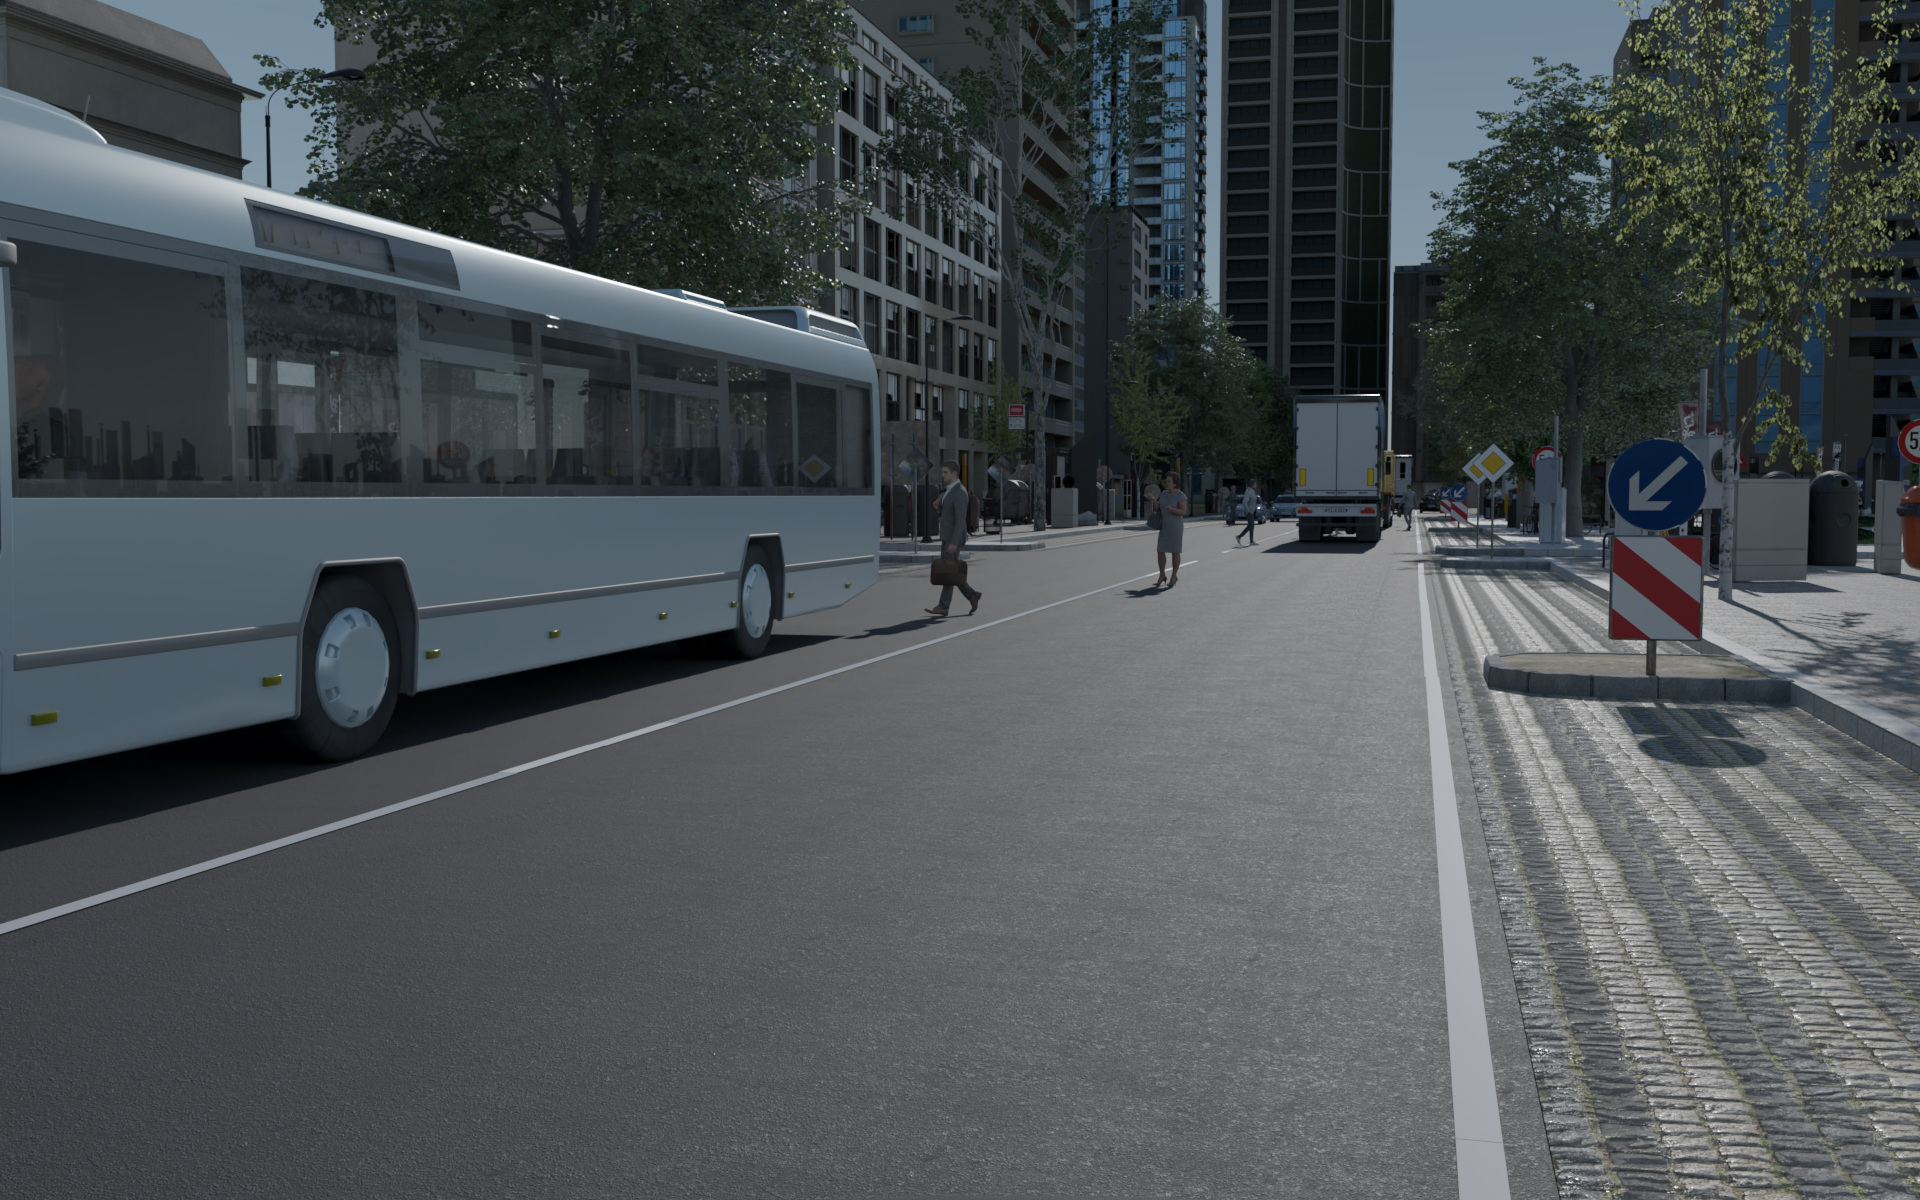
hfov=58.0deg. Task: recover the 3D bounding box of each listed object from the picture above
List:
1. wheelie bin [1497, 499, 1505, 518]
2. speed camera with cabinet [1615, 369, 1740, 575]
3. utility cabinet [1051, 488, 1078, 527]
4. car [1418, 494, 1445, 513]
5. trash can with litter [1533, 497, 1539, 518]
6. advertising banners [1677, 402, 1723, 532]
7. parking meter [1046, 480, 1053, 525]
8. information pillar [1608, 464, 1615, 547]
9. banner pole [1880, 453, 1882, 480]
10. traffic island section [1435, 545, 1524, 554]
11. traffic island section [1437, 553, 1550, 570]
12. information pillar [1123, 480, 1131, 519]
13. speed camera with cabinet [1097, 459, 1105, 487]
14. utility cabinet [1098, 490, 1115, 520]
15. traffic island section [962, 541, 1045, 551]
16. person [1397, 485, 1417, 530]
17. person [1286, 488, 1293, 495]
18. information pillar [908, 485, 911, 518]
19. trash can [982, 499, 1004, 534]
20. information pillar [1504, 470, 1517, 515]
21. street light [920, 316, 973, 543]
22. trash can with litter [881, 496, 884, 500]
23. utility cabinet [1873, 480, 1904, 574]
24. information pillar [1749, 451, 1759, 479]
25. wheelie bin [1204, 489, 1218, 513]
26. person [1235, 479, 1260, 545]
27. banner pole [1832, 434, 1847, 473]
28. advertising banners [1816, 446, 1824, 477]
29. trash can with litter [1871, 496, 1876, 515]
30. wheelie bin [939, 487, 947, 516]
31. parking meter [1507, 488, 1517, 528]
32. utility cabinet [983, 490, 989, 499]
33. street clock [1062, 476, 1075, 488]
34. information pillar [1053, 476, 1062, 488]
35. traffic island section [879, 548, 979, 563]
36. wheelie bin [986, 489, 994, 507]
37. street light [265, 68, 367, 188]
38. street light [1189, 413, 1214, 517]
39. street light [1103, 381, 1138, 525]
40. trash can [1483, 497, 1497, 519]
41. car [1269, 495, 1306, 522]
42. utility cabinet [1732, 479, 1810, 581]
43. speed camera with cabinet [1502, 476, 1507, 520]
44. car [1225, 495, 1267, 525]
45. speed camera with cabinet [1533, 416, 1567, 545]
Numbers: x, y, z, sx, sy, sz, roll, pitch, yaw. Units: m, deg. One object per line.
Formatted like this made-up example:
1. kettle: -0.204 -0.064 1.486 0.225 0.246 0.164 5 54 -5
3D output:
1. wheelie bin: 29.026 -5.184 92.666 0.980 1.594 0.693 0 4 -4
2. speed camera with cabinet: 11.191 -1.997 26.985 2.038 3.252 0.660 -2 4 -24
3. utility cabinet: 4.017 -3.530 66.387 0.318 1.500 1.173 -3 5 -41
4. car: 35.512 -7.382 130.489 2.009 1.686 4.222 1 4 15
5. trash can with litter: 26.492 -4.120 78.756 1.055 1.170 0.624 1 4 14
6. advertising banners: 14.572 -2.266 33.236 2.074 3.025 0.090 -1 4 -18
7. parking meter: 3.746 -4.028 71.571 0.255 1.863 0.399 -1 4 -16
8. information pillar: 15.989 -2.301 42.106 0.304 2.012 0.304 -3 4 -36
9. banner pole: 56.012 -7.060 105.449 0.401 3.779 0.863 2 4 29
10. traffic island section: 12.555 -1.204 41.962 2.009 0.180 2.903 1 4 15
11. traffic island section: 10.530 -0.731 34.237 2.009 0.180 2.903 1 4 15
12. information pillar: 8.737 -5.256 90.425 0.304 2.012 0.304 -3 4 -36
13. speed camera with cabinet: 7.221 -6.375 98.567 2.038 3.252 0.660 2 4 30
14. utility cabinet: 6.949 -4.636 84.477 1.173 1.500 0.318 1 4 16
15. traffic island section: 1.052 -1.388 44.971 2.009 0.180 2.903 1 4 15
16. person: 17.978 -3.725 69.519 0.709 1.813 0.853 -1 4 -21
17. person: 21.658 -6.479 114.214 0.659 1.850 0.755 0 4 -6
18. information pillar: -2.426 -5.595 82.826 0.183 3.616 0.504 0 4 5
19. trash can: 1.050 -2.669 55.287 0.748 1.137 0.748 0 3 0
20. information pillar: 21.315 -4.623 66.947 0.504 3.616 0.183 -1 4 -12
21. street light: -0.349 -4.452 45.336 1.470 5.913 1.316 1 4 15
22. trash can with litter: -2.782 -3.866 74.274 2.233 1.210 1.678 -1 4 -15
23. utility cabinet: 15.025 -1.182 28.007 0.318 1.500 1.173 1 4 23
24. information pillar: 42.630 -6.221 93.068 0.504 3.616 0.183 1 4 11
25. wheelie bin: 16.772 -6.612 116.006 0.980 1.594 0.693 1 4 21
26. person: 8.051 -2.456 48.509 0.795 1.843 0.661 2 4 29
27. banner pole: 36.746 -5.037 72.368 0.863 3.779 0.401 -1 4 -17
28. advertising banners: 30.938 -4.097 63.168 2.074 3.025 0.090 -2 4 -35
29. trash can with litter: 56.997 -5.905 107.927 0.624 1.170 1.055 2 4 27
30. wheelie bin: -1.077 -5.375 95.789 0.693 1.594 0.980 -1 4 -13
31. parking meter: 21.037 -3.518 65.931 0.372 1.533 0.369 0 3 0
32. utility cabinet: 1.980 -5.971 106.311 1.173 1.500 0.318 0 4 -2
33. street clock: 4.279 -3.900 68.330 0.471 2.002 0.358 0 4 -8
34. information pillar: 3.854 -3.931 68.760 0.304 2.012 0.304 0 4 -8
35. traffic island section: -0.973 -0.915 37.246 2.009 0.180 2.903 1 4 15
36. wheelie bin: 1.894 -5.587 99.250 0.980 1.594 0.693 3 5 43
37. street light: -7.140 -2.852 19.174 1.470 5.913 1.316 1 4 15
38. street light: 13.804 -7.728 98.887 1.470 5.913 1.316 1 4 15
39. street light: 6.664 -6.062 71.662 1.470 5.913 1.316 1 4 15
40. trash can: 27.257 -4.740 89.155 0.748 1.137 0.748 0 3 0
41. car: 17.213 -4.796 90.412 2.014 1.417 4.499 1 4 16
42. utility cabinet: 11.757 -1.015 25.279 1.173 1.500 0.318 -1 4 -12
43. speed camera with cabinet: 27.393 -5.488 84.067 2.038 3.252 0.660 1 4 10
44. car: 13.757 -4.349 83.111 2.014 1.417 4.499 1 4 13
45. speed camera with cabinet: 15.226 -3.077 44.638 0.660 3.252 2.038 2 4 25
